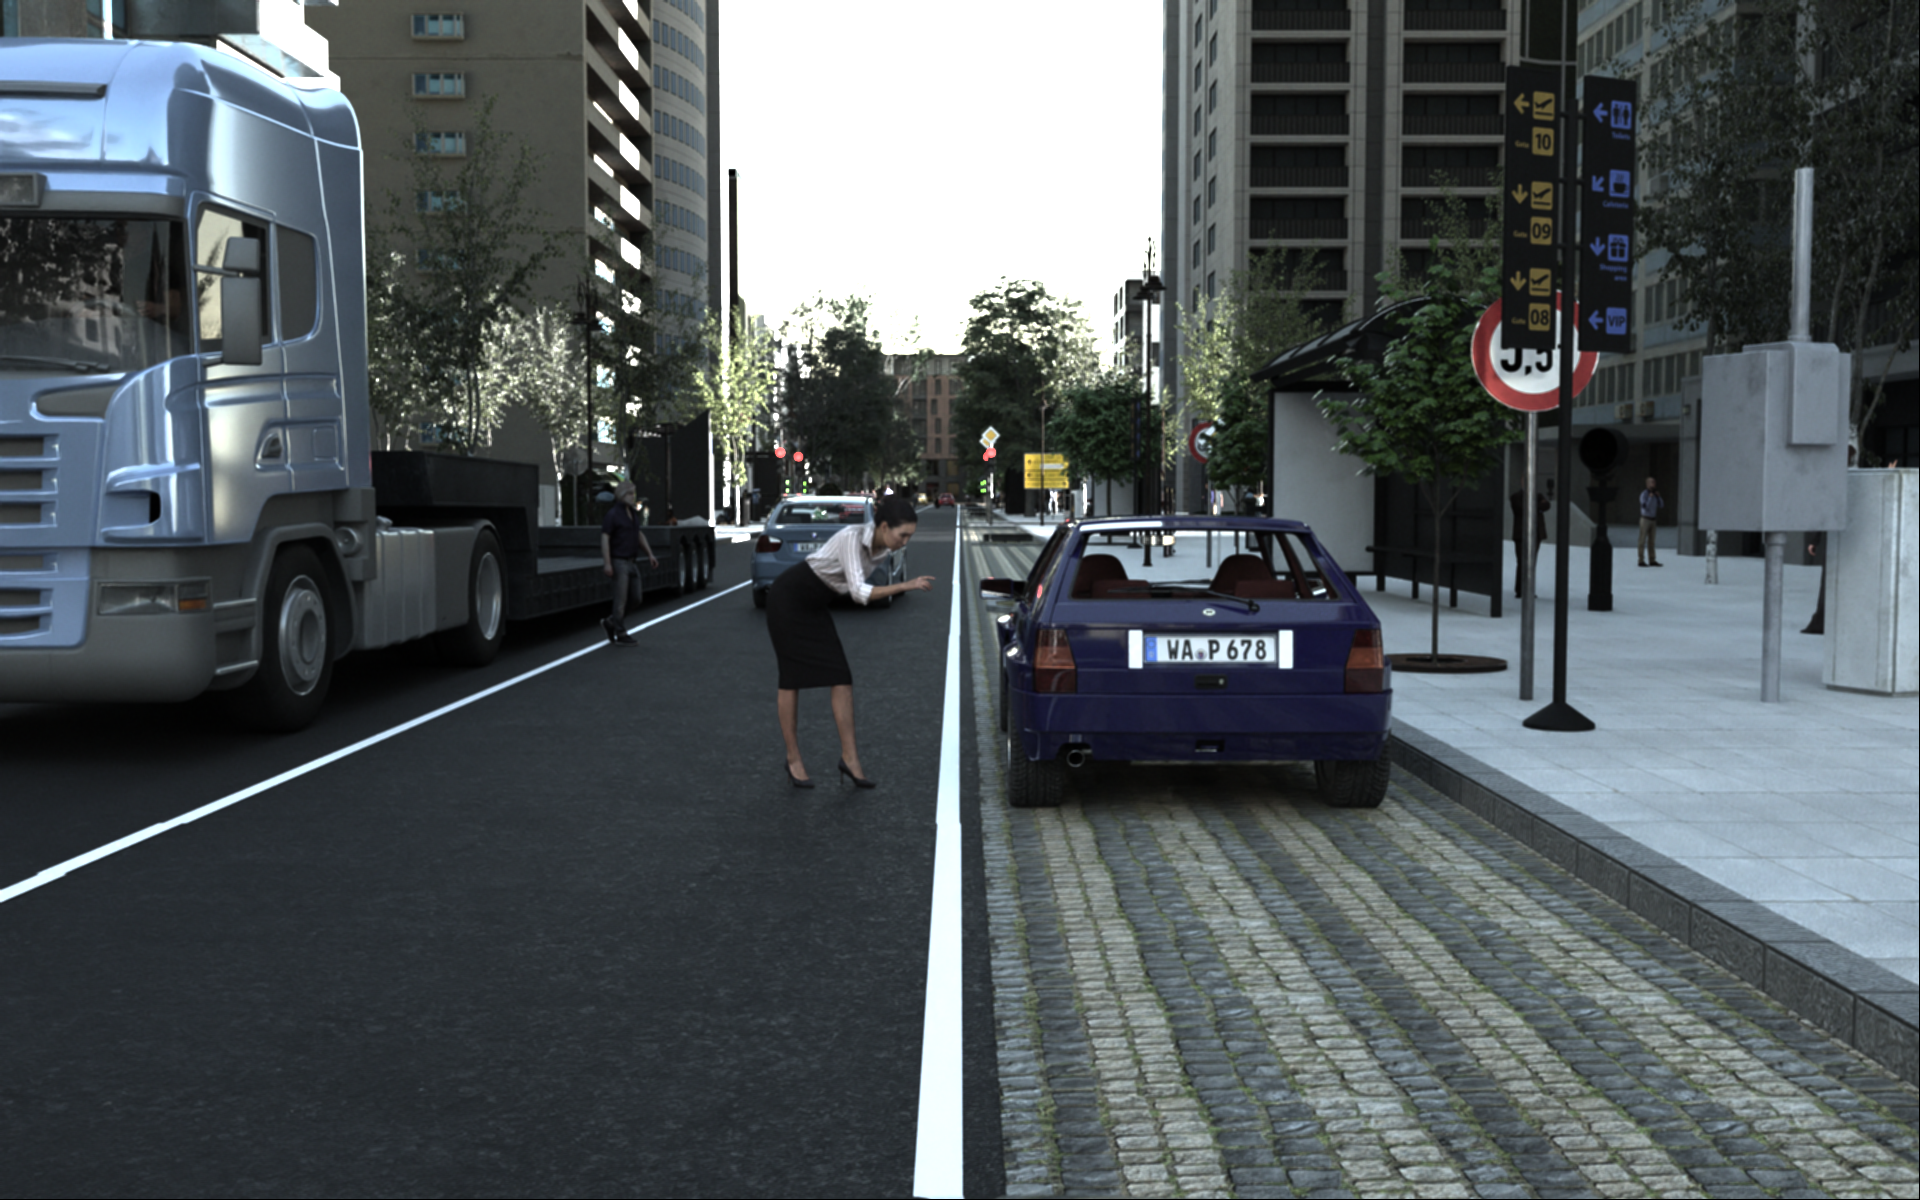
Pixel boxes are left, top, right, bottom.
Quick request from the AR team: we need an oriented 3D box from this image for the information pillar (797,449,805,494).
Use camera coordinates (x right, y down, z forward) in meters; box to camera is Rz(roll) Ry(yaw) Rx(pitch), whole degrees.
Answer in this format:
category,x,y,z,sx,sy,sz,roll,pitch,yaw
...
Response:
category,x,y,z,sx,sy,sz,roll,pitch,yaw
information pillar,-8.185,-5.987,89.237,0.183,3.616,0.504,3,5,40

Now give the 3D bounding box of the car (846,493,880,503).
category,x,y,z,sx,sy,sz,roll,pitch,yaw
car,-4.965,-4.690,85.721,2.155,1.783,4.494,0,4,1

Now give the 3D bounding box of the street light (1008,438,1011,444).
category,x,y,z,sx,sy,sz,roll,pitch,yaw
street light,3.265,-8.690,114.863,0.468,5.910,1.993,0,3,0

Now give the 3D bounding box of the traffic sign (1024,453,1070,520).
category,x,y,z,sx,sy,sz,roll,pitch,yaw
traffic sign,4.306,-5.636,86.026,2.265,3.308,0.079,0,4,2

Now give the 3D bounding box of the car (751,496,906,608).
category,x,y,z,sx,sy,sz,roll,pitch,yaw
car,-1.691,-0.682,23.151,2.014,1.417,4.499,0,4,2

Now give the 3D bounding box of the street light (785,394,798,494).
category,x,y,z,sx,sy,sz,roll,pitch,yaw
street light,-7.740,-6.552,79.918,0.468,5.910,1.993,0,3,0

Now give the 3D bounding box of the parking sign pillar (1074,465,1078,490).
category,x,y,z,sx,sy,sz,roll,pitch,yaw
parking sign pillar,6.154,-5.842,83.984,1.447,3.967,1.447,-3,5,-39

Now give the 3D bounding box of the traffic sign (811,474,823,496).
category,x,y,z,sx,sy,sz,roll,pitch,yaw
traffic sign,-9.194,-6.813,111.497,0.768,2.556,0.104,0,4,3

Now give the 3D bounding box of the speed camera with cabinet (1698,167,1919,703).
category,x,y,z,sx,sy,sz,roll,pitch,yaw
speed camera with cabinet,5.712,-1.022,11.038,2.038,3.252,0.660,-1,4,-20

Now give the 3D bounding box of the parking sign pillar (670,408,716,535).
category,x,y,z,sx,sy,sz,roll,pitch,yaw
parking sign pillar,-8.469,-4.056,54.781,1.447,3.967,1.447,1,4,12

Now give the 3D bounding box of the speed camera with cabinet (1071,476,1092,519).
category,x,y,z,sx,sy,sz,roll,pitch,yaw
speed camera with cabinet,5.035,-4.711,71.359,0.660,3.252,2.038,0,4,-7

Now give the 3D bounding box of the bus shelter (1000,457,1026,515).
category,x,y,z,sx,sy,sz,roll,pitch,yaw
bus shelter,3.422,-7.238,109.618,1.731,3.624,6.357,0,3,0

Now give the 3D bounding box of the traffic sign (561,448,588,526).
category,x,y,z,sx,sy,sz,roll,pitch,yaw
traffic sign,-10.648,-2.926,47.941,0.768,2.556,0.104,0,4,1

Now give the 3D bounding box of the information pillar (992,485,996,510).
category,x,y,z,sx,sy,sz,roll,pitch,yaw
information pillar,2.758,-8.301,140.213,0.304,2.012,0.304,1,4,15

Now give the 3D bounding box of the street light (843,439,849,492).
category,x,y,z,sx,sy,sz,roll,pitch,yaw
street light,-7.838,-8.955,119.204,0.468,5.910,1.993,0,3,0

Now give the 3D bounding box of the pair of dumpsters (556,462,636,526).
category,x,y,z,sx,sy,sz,roll,pitch,yaw
pair of dumpsters,-10.580,-2.929,50.383,1.574,2.255,4.437,0,4,0

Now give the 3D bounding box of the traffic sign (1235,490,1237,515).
category,x,y,z,sx,sy,sz,roll,pitch,yaw
traffic sign,6.750,-2.580,42.294,0.768,2.556,0.104,0,4,6

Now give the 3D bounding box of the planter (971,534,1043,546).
category,x,y,z,sx,sy,sz,roll,pitch,yaw
planter,1.299,-1.669,48.430,1.991,0.319,1.994,0,3,0

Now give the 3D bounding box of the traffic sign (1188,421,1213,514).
category,x,y,z,sx,sy,sz,roll,pitch,yaw
traffic sign,4.352,-1.840,30.191,0.768,2.556,0.104,0,4,4

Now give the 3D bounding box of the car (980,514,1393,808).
category,x,y,z,sx,sy,sz,roll,pitch,yaw
car,1.080,0.205,9.230,1.945,1.354,3.894,0,4,0

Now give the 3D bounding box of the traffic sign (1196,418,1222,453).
category,x,y,z,sx,sy,sz,roll,pitch,yaw
traffic sign,4.466,-1.832,29.682,0.795,2.593,0.064,0,4,8

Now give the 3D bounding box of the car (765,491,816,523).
category,x,y,z,sx,sy,sz,roll,pitch,yaw
car,-5.428,-2.942,57.884,2.009,1.686,4.222,0,4,1

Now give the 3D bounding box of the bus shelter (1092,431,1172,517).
category,x,y,z,sx,sy,sz,roll,pitch,yaw
bus shelter,4.817,-3.457,50.441,2.014,3.302,5.546,0,3,0

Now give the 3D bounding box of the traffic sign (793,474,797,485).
category,x,y,z,sx,sy,sz,roll,pitch,yaw
traffic sign,-10.506,-6.559,107.341,0.768,2.556,0.104,0,4,3

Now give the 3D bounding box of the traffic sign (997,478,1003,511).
category,x,y,z,sx,sy,sz,roll,pitch,yaw
traffic sign,3.301,-8.244,134.892,0.768,2.556,0.104,1,4,10

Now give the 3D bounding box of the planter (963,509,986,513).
category,x,y,z,sx,sy,sz,roll,pitch,yaw
planter,1.254,-6.780,131.985,1.991,0.319,1.994,0,3,0

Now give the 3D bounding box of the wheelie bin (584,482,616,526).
category,x,y,z,sx,sy,sz,roll,pitch,yaw
wheelie bin,-9.091,-2.207,43.987,0.980,1.594,0.693,3,4,37

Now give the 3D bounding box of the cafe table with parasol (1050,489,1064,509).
category,x,y,z,sx,sy,sz,roll,pitch,yaw
cafe table with parasol,7.667,-8.752,147.960,2.610,1.966,2.610,-3,5,-39

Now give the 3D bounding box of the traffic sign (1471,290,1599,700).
category,x,y,z,sx,sy,sz,roll,pitch,yaw
traffic sign,3.535,-0.650,10.733,0.768,2.556,0.104,0,4,6

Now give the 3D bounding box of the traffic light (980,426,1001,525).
category,x,y,z,sx,sy,sz,roll,pitch,yaw
traffic light,1.249,-5.034,71.221,0.839,4.253,0.868,0,3,0

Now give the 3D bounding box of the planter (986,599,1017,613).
category,x,y,z,sx,sy,sz,roll,pitch,yaw
planter,1.319,-0.018,21.433,1.991,0.319,1.994,0,3,0

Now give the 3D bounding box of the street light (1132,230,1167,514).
category,x,y,z,sx,sy,sz,roll,pitch,yaw
street light,3.337,-3.539,30.654,0.468,5.910,1.993,0,3,0

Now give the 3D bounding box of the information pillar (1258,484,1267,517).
category,x,y,z,sx,sy,sz,roll,pitch,yaw
information pillar,12.172,-3.986,69.657,0.304,2.012,0.304,-1,4,-19

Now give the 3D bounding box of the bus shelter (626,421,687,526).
category,x,y,z,sx,sy,sz,roll,pitch,yaw
bus shelter,-9.974,-4.151,59.155,1.731,3.624,6.357,0,3,0

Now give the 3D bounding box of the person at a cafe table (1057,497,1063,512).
category,x,y,z,sx,sy,sz,roll,pitch,yaw
person at a cafe table,6.821,-6.890,121.170,1.622,1.524,1.698,-3,4,-38

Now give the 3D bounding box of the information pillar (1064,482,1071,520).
category,x,y,z,sx,sy,sz,roll,pitch,yaw
information pillar,5.367,-5.008,86.372,0.304,2.012,0.304,1,4,8

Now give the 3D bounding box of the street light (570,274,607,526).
category,x,y,z,sx,sy,sz,roll,pitch,yaw
street light,-7.835,-3.905,36.631,0.468,5.910,1.993,0,3,0

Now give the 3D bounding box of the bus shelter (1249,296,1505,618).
category,x,y,z,sx,sy,sz,roll,pitch,yaw
bus shelter,4.856,-1.616,20.353,2.014,3.302,5.546,0,4,0

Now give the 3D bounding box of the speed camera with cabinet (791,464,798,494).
category,x,y,z,sx,sy,sz,roll,pitch,yaw
speed camera with cabinet,-11.011,-7.162,111.427,0.660,3.252,2.038,2,4,24

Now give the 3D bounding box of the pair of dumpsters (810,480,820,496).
category,x,y,z,sx,sy,sz,roll,pitch,yaw
pair of dumpsters,-10.219,-6.910,115.476,1.574,2.255,4.437,0,4,0

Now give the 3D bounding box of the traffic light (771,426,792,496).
category,x,y,z,sx,sy,sz,roll,pitch,yaw
traffic light,-7.332,-5.032,71.201,0.839,4.253,0.868,0,3,0

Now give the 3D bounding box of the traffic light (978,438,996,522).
category,x,y,z,sx,sy,sz,roll,pitch,yaw
traffic light,1.246,-5.522,79.206,0.839,4.253,0.868,0,3,0

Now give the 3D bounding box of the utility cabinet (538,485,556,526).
category,x,y,z,sx,sy,sz,roll,pitch,yaw
utility cabinet,-10.077,-2.047,42.141,0.318,1.500,1.173,-1,4,-23

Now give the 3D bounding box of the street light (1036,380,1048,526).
category,x,y,z,sx,sy,sz,roll,pitch,yaw
street light,3.344,-5.963,70.277,0.468,5.910,1.993,0,3,0

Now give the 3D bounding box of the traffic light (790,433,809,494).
category,x,y,z,sx,sy,sz,roll,pitch,yaw
traffic light,-7.335,-5.521,79.186,0.839,4.253,0.868,0,3,0

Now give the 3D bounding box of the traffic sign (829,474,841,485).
category,x,y,z,sx,sy,sz,roll,pitch,yaw
traffic sign,-8.066,-6.820,111.613,0.768,2.556,0.104,1,4,10

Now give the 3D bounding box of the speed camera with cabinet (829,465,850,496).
category,x,y,z,sx,sy,sz,roll,pitch,yaw
speed camera with cabinet,-8.209,-7.498,116.935,0.660,3.252,2.038,-3,4,-39

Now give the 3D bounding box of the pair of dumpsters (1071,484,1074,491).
category,x,y,z,sx,sy,sz,roll,pitch,yaw
pair of dumpsters,6.413,-5.215,87.763,1.574,2.255,4.437,0,4,0

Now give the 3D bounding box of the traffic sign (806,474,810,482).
category,x,y,z,sx,sy,sz,roll,pitch,yaw
traffic sign,-9.813,-6.647,108.788,0.768,2.556,0.104,0,4,3

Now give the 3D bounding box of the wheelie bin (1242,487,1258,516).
category,x,y,z,sx,sy,sz,roll,pitch,yaw
wheelie bin,13.252,-4.359,79.174,0.693,1.594,0.980,-1,4,-9

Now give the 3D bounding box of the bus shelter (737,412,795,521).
category,x,y,z,sx,sy,sz,roll,pitch,yaw
bus shelter,-9.712,-6.661,86.536,2.179,5.291,8.768,0,4,0
